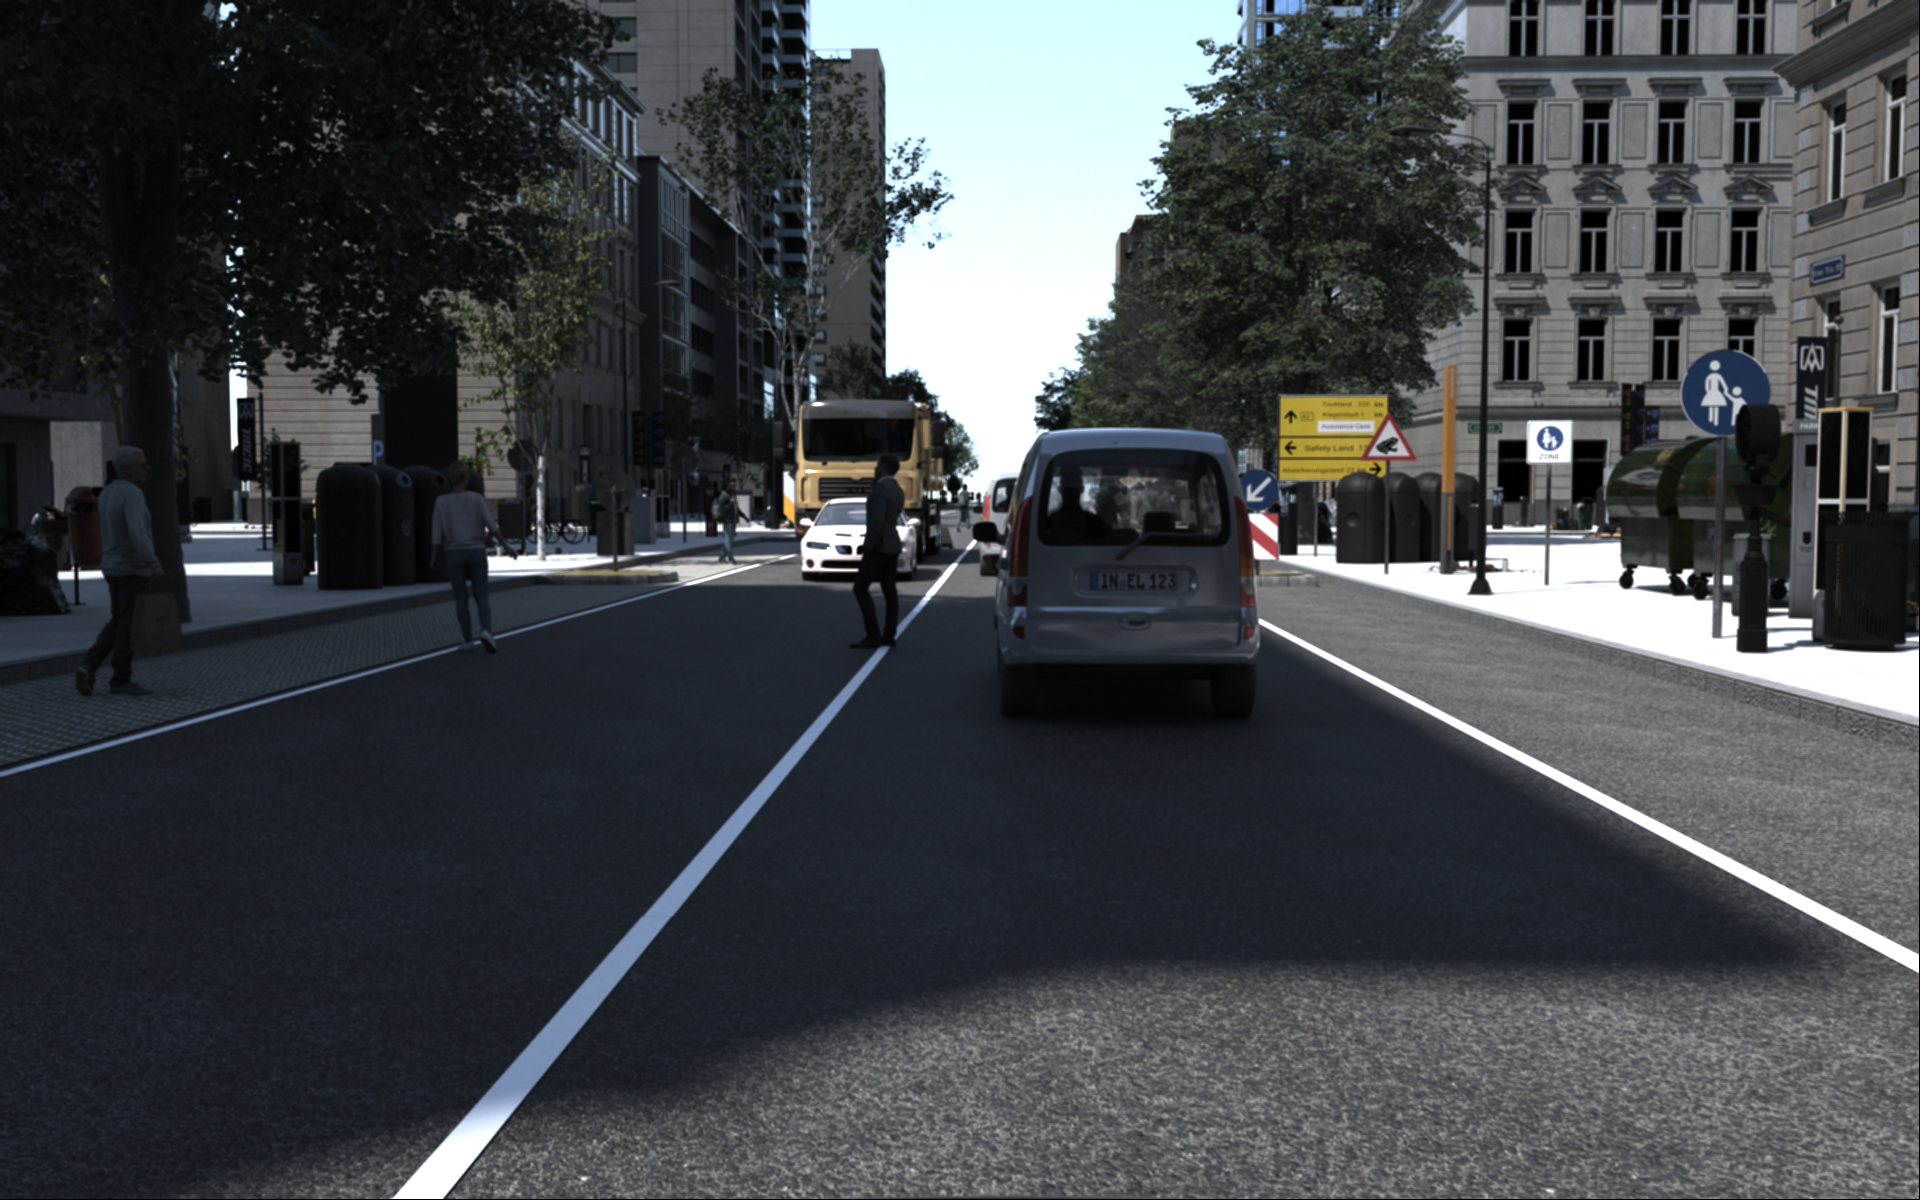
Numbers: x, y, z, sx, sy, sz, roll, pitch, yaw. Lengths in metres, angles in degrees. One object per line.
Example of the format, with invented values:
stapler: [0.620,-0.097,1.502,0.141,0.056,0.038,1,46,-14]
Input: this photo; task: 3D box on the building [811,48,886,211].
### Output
building: [-20.412,-51.702,283.572,20.563,71.187,20.611,0,4,2]

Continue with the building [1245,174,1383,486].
building: [26.571,-18.077,124.445,11.050,23.489,19.941,0,4,2]

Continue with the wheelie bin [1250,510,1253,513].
wheelie bin: [17.680,-5.996,105.939,0.693,1.594,0.980,0,4,-7]

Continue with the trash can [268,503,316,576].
trash can: [-10.458,-0.951,27.194,0.748,1.137,0.748,0,3,0]

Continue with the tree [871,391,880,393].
tree: [-5.562,-10.274,118.347,4.737,8.622,4.395,0,3,0]

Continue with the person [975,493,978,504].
person: [2.358,-14.624,249.073,0.593,1.643,0.415,1,4,14]

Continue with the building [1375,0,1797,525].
building: [42.060,-18.400,77.259,44.131,29.872,17.030,0,4,2]

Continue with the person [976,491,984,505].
person: [2.319,-11.906,203.180,1.348,1.822,0.705,-3,5,-43]

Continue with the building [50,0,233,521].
building: [-45.474,-15.892,77.855,19.932,24.808,12.078,0,4,2]

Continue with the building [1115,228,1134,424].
building: [32.861,-38.918,286.415,14.600,45.320,14.200,0,4,2]

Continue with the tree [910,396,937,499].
tree: [-4.260,-10.856,127.865,4.360,8.622,3.978,0,3,0]

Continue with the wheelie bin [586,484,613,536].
wheelie bin: [-11.051,-2.779,53.341,0.980,1.594,0.693,1,4,14]

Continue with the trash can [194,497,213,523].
trash can: [-33.721,-4.010,77.223,0.748,1.137,0.748,0,3,0]

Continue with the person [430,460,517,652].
person: [-4.381,-0.400,15.712,0.731,1.740,0.598,-2,4,-31]

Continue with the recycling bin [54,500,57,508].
recycling bin: [-61.120,-6.336,116.151,0.722,1.027,0.722,-1,4,-11]

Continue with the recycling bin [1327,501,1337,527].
recycling bin: [14.752,-3.351,67.346,0.722,1.027,0.722,-2,4,-26]

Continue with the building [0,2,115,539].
building: [-25.683,-16.018,33.599,14.107,30.474,14.160,0,4,2]

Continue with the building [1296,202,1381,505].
building: [25.949,-14.702,105.011,10.561,19.102,19.286,0,4,2]

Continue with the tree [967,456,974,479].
tree: [-3.923,-14.622,173.479,7.601,10.594,8.767,-1,4,-19]

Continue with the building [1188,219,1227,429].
building: [30.319,-24.867,178.275,14.160,30.474,14.107,0,4,2]

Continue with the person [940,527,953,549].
person: [-0.880,-2.253,45.558,0.699,1.804,1.509,-2,4,-35]

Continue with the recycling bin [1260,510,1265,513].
recycling bin: [14.270,-4.145,80.325,0.722,1.027,0.722,2,4,26]

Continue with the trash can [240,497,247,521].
trash can: [-33.421,-4.264,81.376,0.748,1.137,0.748,0,3,0]

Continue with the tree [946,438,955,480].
tree: [-2.517,-15.559,204.746,4.360,8.622,3.978,0,3,0]

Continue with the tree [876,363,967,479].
tree: [-4.626,-14.394,152.343,9.611,12.733,9.660,0,3,0]

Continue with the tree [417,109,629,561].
tree: [-8.215,-5.067,33.205,4.737,8.622,4.395,0,3,0]

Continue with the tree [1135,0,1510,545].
tree: [8.610,-8.363,43.390,9.857,13.997,8.962,0,3,0]

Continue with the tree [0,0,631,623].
tree: [-7.938,-6.743,16.911,9.857,13.997,8.962,0,3,0]

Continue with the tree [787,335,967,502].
tree: [-5.558,-10.200,101.183,8.767,10.594,7.601,-3,5,-43]

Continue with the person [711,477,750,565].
person: [-4.629,-1.588,34.809,0.721,1.781,0.623,0,4,5]

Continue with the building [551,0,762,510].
building: [-25.274,-43.256,145.493,20.563,71.187,20.611,0,4,2]

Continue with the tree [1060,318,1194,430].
tree: [9.631,-10.469,96.922,9.928,11.665,9.643,0,3,0]

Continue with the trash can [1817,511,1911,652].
trash can: [7.470,-0.161,14.284,0.748,1.137,0.748,0,3,0]

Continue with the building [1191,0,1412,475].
building: [33.181,-51.454,153.952,22.319,86.520,31.000,0,4,2]

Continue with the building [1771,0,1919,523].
building: [24.446,-14.084,27.540,12.463,27.353,25.104,0,4,2]

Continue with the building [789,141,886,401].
building: [-22.223,-37.760,241.077,21.300,48.544,21.600,0,4,2]

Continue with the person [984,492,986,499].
person: [2.895,-11.662,199.850,0.721,1.739,1.217,-2,4,-24]

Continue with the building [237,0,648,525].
building: [-23.723,-17.523,83.757,12.463,27.353,25.104,0,4,2]

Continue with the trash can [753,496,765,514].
trash can: [-12.683,-5.964,109.159,0.748,1.137,0.748,0,3,0]

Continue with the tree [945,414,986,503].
tree: [-1.185,-21.601,263.539,12.009,13.543,11.850,0,3,0]

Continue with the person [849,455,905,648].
person: [-0.767,-0.462,16.239,0.473,1.802,0.592,3,4,38]

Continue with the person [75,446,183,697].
person: [-5.821,-0.190,12.098,0.782,1.767,0.515,3,5,40]

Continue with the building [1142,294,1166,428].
building: [31.810,-28.804,242.638,14.160,30.474,14.107,0,4,2]

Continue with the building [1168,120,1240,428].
building: [30.077,-31.124,192.473,14.154,41.232,14.086,0,4,2]

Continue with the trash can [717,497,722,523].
trash can: [-10.405,-3.946,76.166,0.748,1.137,0.748,0,3,0]

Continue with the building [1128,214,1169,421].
building: [36.977,-37.306,264.580,22.147,44.769,28.867,0,4,2]

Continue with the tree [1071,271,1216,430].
tree: [9.420,-10.413,88.377,7.486,12.596,7.792,0,3,0]

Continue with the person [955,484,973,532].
person: [0.147,-3.458,65.031,0.713,1.824,0.794,-1,4,-19]

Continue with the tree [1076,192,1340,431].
tree: [9.550,-9.583,67.053,12.009,13.543,11.850,0,3,0]

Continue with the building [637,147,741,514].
building: [-23.455,-17.878,111.373,14.314,24.678,30.058,0,4,2]

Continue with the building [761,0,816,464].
building: [-25.375,-52.529,171.512,22.319,86.520,31.000,0,4,2]

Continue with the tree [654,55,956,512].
tree: [-5.613,-13.275,72.938,12.611,20.169,13.585,0,3,0]

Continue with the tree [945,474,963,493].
tree: [-1.068,-17.925,276.789,4.285,4.588,4.351,0,3,0]

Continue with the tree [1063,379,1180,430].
tree: [11.119,-11.439,121.435,8.767,10.594,7.601,-2,4,-35]

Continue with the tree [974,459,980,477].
tree: [-0.282,-21.933,293.018,8.767,10.594,7.601,1,4,19]
